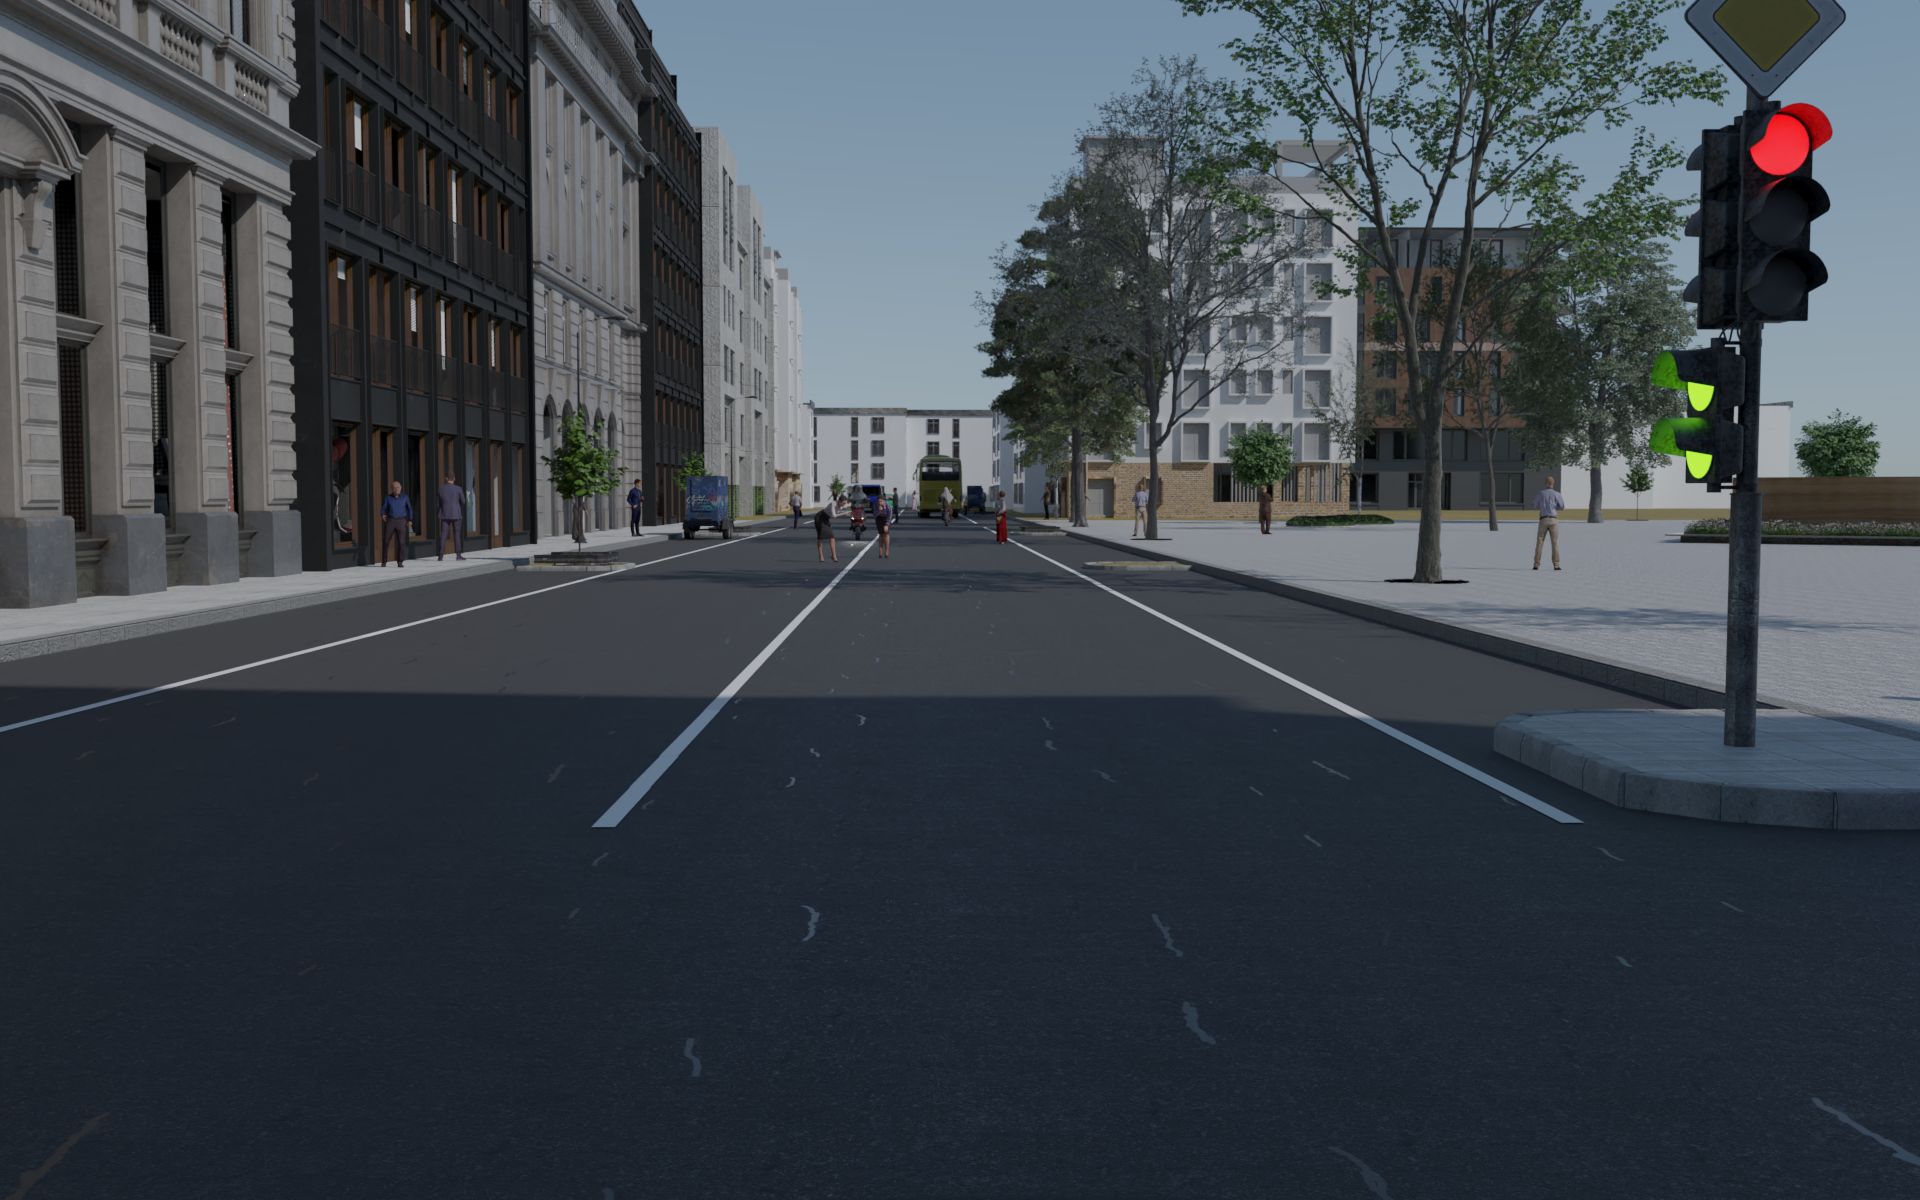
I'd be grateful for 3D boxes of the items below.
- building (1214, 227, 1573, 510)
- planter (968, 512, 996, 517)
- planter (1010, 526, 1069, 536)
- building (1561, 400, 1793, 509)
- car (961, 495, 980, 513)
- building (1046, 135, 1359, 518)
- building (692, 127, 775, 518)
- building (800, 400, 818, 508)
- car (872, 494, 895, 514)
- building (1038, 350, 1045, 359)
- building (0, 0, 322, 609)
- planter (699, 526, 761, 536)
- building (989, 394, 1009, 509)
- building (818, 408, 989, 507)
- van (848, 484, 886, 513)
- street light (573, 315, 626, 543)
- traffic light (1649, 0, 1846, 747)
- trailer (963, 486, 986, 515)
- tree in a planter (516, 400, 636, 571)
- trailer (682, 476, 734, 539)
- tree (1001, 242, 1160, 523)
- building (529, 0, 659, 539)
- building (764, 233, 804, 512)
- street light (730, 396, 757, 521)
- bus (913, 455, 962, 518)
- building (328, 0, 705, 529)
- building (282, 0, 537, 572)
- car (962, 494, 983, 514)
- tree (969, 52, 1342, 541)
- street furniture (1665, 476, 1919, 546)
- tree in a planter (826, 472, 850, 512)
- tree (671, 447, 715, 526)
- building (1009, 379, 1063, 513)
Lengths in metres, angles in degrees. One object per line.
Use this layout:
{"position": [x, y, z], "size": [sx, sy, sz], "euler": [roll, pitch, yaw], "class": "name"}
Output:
{"position": [30.500, -18.510, 146.609], "size": [32.646, 21.610, 27.936], "euler": [0, 4, -1], "class": "building"}
{"position": [1.530, -5.519, 111.382], "size": [1.991, 0.319, 1.994], "euler": [0, 4, -1], "class": "planter"}
{"position": [2.752, -2.423, 60.749], "size": [1.991, 0.319, 1.994], "euler": [0, 4, -1], "class": "planter"}
{"position": [60.911, -13.113, 156.545], "size": [28.070, 9.664, 9.099], "euler": [0, 4, -1], "class": "building"}
{"position": [0.903, -7.430, 133.480], "size": [2.014, 1.417, 4.499], "euler": [0, 4, -1], "class": "car"}
{"position": [12.978, -14.736, 97.355], "size": [16.016, 20.091, 11.380], "euler": [0, 4, -1], "class": "building"}
{"position": [-20.354, -14.240, 99.282], "size": [16.747, 18.905, 31.486], "euler": [0, 4, -1], "class": "building"}
{"position": [-27.270, -12.999, 154.675], "size": [28.070, 9.664, 9.099], "euler": [0, 4, -1], "class": "building"}
{"position": [-5.418, -7.082, 124.594], "size": [1.959, 1.807, 4.718], "euler": [0, 4, -2], "class": "car"}
{"position": [25.178, -20.704, 182.481], "size": [32.646, 21.610, 27.936], "euler": [0, 4, -1], "class": "building"}
{"position": [-15.150, -11.556, 17.823], "size": [11.050, 23.489, 19.941], "euler": [0, 4, -1], "class": "building"}
{"position": [-7.949, -2.387, 60.166], "size": [1.991, 0.319, 1.994], "euler": [0, 4, -1], "class": "planter"}
{"position": [7.786, -12.479, 146.187], "size": [9.099, 9.664, 28.070], "euler": [0, 4, -1], "class": "building"}
{"position": [-5.360, -14.107, 172.796], "size": [28.070, 9.664, 9.099], "euler": [0, 4, -1], "class": "building"}
{"position": [-5.636, -6.193, 105.636], "size": [2.240, 2.365, 5.245], "euler": [0, 4, -2], "class": "van"}
{"position": [-9.386, -4.440, 45.135], "size": [1.470, 5.913, 1.316], "euler": [0, 4, -1], "class": "street light"}
{"position": [3.962, -1.192, 8.731], "size": [0.839, 4.213, 0.868], "euler": [0, 4, -1], "class": "traffic light"}
{"position": [0.960, -6.782, 117.940], "size": [1.471, 1.999, 3.904], "euler": [0, 4, -1], "class": "trailer"}
{"position": [-7.303, -2.197, 33.141], "size": [1.991, 3.239, 1.994], "euler": [0, 4, -1], "class": "tree in a planter"}
{"position": [-7.992, -2.892, 54.325], "size": [1.471, 1.999, 3.904], "euler": [0, 4, -1], "class": "trailer"}
{"position": [5.549, -9.770, 77.872], "size": [7.486, 12.596, 7.792], "euler": [0, 3, 0], "class": "tree"}
{"position": [-18.045, -13.075, 55.583], "size": [13.314, 21.916, 24.055], "euler": [0, 4, -1], "class": "building"}
{"position": [-20.563, -16.857, 132.024], "size": [16.016, 20.091, 11.380], "euler": [0, 4, -1], "class": "building"}
{"position": [-10.261, -6.689, 81.909], "size": [1.470, 5.913, 1.316], "euler": [0, 4, -1], "class": "street light"}
{"position": [-1.402, -7.113, 107.848], "size": [2.896, 3.916, 12.252], "euler": [0, 4, -2], "class": "bus"}
{"position": [-18.350, -15.032, 75.444], "size": [12.332, 23.373, 15.834], "euler": [0, 4, -1], "class": "building"}
{"position": [-16.790, -12.597, 35.646], "size": [12.332, 23.373, 15.834], "euler": [0, 4, -1], "class": "building"}
{"position": [0.993, -7.270, 129.085], "size": [2.015, 1.641, 3.980], "euler": [0, 4, 0], "class": "car"}
{"position": [5.478, -8.403, 47.762], "size": [12.009, 13.543, 11.850], "euler": [0, 3, 0], "class": "tree"}
{"position": [22.156, -2.431, 46.599], "size": [9.812, 1.723, 11.010], "euler": [2, 4, 34], "class": "street furniture"}
{"position": [-9.824, -8.613, 138.050], "size": [1.991, 3.239, 1.994], "euler": [0, 4, -1], "class": "tree in a planter"}
{"position": [-10.852, -4.644, 70.535], "size": [1.663, 3.219, 1.824], "euler": [0, 3, 0], "class": "tree"}
{"position": [8.785, -10.711, 117.268], "size": [9.099, 9.664, 28.070], "euler": [0, 4, -1], "class": "building"}
